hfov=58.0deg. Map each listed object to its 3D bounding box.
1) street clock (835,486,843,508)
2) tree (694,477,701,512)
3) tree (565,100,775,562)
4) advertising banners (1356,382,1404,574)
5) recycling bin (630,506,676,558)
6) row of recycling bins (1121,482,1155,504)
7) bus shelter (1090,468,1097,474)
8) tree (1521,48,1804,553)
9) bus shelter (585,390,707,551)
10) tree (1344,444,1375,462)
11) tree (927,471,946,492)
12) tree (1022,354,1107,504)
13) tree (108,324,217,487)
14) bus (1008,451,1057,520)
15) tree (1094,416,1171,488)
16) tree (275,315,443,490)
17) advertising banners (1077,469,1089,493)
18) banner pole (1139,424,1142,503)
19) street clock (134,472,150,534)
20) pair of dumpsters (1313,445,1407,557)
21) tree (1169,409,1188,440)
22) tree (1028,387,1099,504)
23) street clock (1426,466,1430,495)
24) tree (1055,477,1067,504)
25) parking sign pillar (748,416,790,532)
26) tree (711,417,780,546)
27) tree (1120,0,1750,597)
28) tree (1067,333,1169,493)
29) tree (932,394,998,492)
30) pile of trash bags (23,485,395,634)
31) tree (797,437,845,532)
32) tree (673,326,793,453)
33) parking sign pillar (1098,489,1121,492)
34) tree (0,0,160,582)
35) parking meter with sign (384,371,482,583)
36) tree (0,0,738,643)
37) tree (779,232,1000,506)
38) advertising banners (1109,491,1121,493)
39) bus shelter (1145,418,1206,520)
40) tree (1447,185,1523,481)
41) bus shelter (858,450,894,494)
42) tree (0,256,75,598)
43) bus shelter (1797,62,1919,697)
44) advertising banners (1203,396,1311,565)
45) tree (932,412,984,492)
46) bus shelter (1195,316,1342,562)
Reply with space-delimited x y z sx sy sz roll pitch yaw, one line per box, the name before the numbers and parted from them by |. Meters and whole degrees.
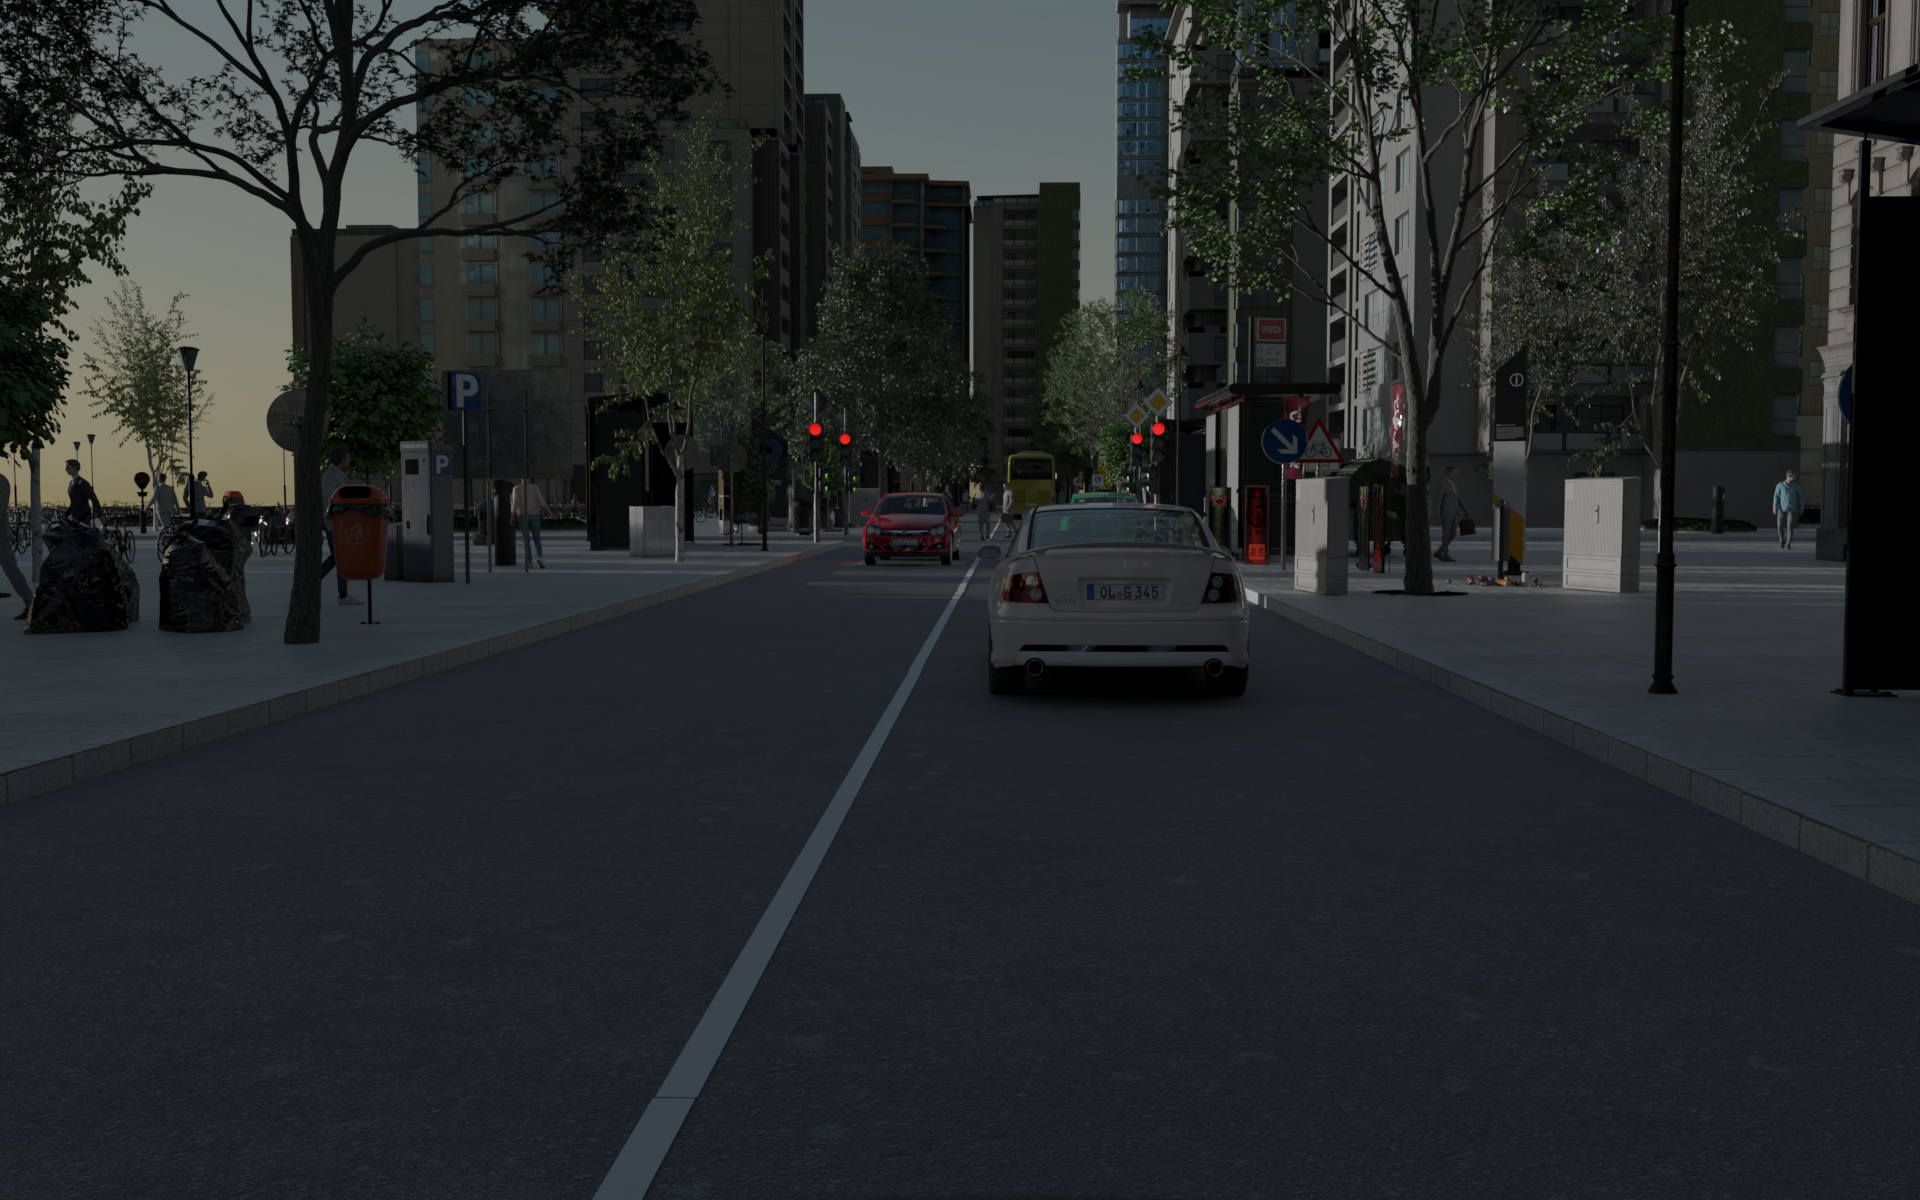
street clock | -6.280 -5.188 89.387 0.471 2.002 0.358 -2 4 -32
tree | -19.383 -7.960 124.743 1.663 3.219 1.824 0 3 0
tree | -5.412 -5.050 32.923 4.737 8.622 4.395 0 3 0
advertising banners | 6.822 -1.955 28.152 0.090 3.025 2.074 0 4 -5
recycling bin | -6.275 -1.394 35.348 0.722 1.027 0.722 -2 4 -35
row of recycling bins | 7.370 -3.277 60.687 3.534 1.692 1.069 1 4 14
bus shelter | 10.577 -8.076 125.959 2.014 3.302 5.546 0 4 2
tree | 11.913 -4.816 29.098 4.360 8.622 3.978 0 3 0
bus shelter | -7.528 -3.111 42.145 1.731 3.624 6.357 0 4 2
tree | 15.986 -4.416 66.797 1.663 3.219 1.824 0 3 0
tree | -2.117 -8.492 133.451 1.663 3.219 1.824 0 3 0
tree | 8.658 -13.225 134.355 7.486 12.596 7.792 0 3 0
tree | -34.357 -7.573 74.185 4.360 8.622 3.978 0 3 0
bus | 4.137 -6.574 99.036 2.896 3.916 12.252 0 4 3
tree | 6.707 -5.014 65.691 4.285 4.588 4.351 0 3 0
tree | -10.985 -2.945 31.864 4.285 4.588 4.351 0 3 0
advertising banners | 9.042 -7.567 119.912 2.074 3.025 0.090 -1 4 -18
banner pole | 5.864 -4.053 56.291 0.401 3.779 0.863 0 4 7
street clock | -26.508 -3.156 56.168 0.471 2.002 0.358 -2 4 -30
pair of dumpsters | 8.545 -2.097 36.785 1.574 2.255 4.437 0 4 2
tree | 13.968 -10.578 123.316 4.360 8.622 3.978 0 3 0
tree | 9.964 -14.684 157.098 9.611 12.733 9.660 0 3 0
street clock | 11.944 -2.454 44.687 0.358 2.002 0.471 0 4 2
tree | 9.765 -10.790 171.013 1.663 3.219 1.824 0 3 0
parking sign pillar | -6.582 -4.354 59.657 1.447 3.967 1.447 1 4 9
tree | -5.341 -2.982 43.355 1.663 3.219 1.824 0 3 0
tree | 5.890 -5.881 21.904 9.928 11.665 9.643 0 3 0
tree | 7.001 -7.852 78.735 4.360 8.622 3.978 0 3 0
tree | -1.347 -12.870 144.836 8.767 10.594 7.601 -1 4 -14
pile of trash bags | -7.219 -0.429 16.766 3.447 1.369 1.912 0 4 -3
tree | -4.495 -3.945 59.102 1.663 3.219 1.824 0 3 0
tree | -13.738 -10.864 103.375 9.928 11.665 9.643 0 3 0
parking sign pillar | 9.309 -6.973 102.488 1.447 3.967 1.447 -3 5 -45
tree | -13.700 -4.566 25.014 4.737 8.622 4.395 0 3 0
parking meter with sign | -7.757 -1.773 25.249 1.738 3.016 0.543 2 4 34
tree | -5.330 -4.904 14.593 7.601 10.594 8.767 0 3 0
tree | -3.501 -9.744 76.319 9.611 12.733 9.660 0 3 0
advertising banners | 8.433 -6.084 95.654 2.074 3.025 0.090 3 4 38
bus shelter | 7.105 -3.985 56.445 1.731 3.624 6.357 0 4 2
tree | 12.934 -5.433 39.195 4.360 8.622 3.978 0 3 0
bus shelter | -4.147 -6.029 89.862 1.731 3.624 6.357 0 4 2
tree | -12.565 -2.300 21.324 4.285 4.588 4.351 0 3 0
bus shelter | 6.026 -1.016 7.902 1.731 3.624 6.357 0 4 2
advertising banners | 5.374 -2.155 31.419 2.074 3.025 0.090 2 4 35
tree | -1.632 -15.503 171.598 7.486 12.596 7.792 0 3 0
bus shelter | 6.269 -3.625 36.906 2.179 5.291 8.768 0 4 2
